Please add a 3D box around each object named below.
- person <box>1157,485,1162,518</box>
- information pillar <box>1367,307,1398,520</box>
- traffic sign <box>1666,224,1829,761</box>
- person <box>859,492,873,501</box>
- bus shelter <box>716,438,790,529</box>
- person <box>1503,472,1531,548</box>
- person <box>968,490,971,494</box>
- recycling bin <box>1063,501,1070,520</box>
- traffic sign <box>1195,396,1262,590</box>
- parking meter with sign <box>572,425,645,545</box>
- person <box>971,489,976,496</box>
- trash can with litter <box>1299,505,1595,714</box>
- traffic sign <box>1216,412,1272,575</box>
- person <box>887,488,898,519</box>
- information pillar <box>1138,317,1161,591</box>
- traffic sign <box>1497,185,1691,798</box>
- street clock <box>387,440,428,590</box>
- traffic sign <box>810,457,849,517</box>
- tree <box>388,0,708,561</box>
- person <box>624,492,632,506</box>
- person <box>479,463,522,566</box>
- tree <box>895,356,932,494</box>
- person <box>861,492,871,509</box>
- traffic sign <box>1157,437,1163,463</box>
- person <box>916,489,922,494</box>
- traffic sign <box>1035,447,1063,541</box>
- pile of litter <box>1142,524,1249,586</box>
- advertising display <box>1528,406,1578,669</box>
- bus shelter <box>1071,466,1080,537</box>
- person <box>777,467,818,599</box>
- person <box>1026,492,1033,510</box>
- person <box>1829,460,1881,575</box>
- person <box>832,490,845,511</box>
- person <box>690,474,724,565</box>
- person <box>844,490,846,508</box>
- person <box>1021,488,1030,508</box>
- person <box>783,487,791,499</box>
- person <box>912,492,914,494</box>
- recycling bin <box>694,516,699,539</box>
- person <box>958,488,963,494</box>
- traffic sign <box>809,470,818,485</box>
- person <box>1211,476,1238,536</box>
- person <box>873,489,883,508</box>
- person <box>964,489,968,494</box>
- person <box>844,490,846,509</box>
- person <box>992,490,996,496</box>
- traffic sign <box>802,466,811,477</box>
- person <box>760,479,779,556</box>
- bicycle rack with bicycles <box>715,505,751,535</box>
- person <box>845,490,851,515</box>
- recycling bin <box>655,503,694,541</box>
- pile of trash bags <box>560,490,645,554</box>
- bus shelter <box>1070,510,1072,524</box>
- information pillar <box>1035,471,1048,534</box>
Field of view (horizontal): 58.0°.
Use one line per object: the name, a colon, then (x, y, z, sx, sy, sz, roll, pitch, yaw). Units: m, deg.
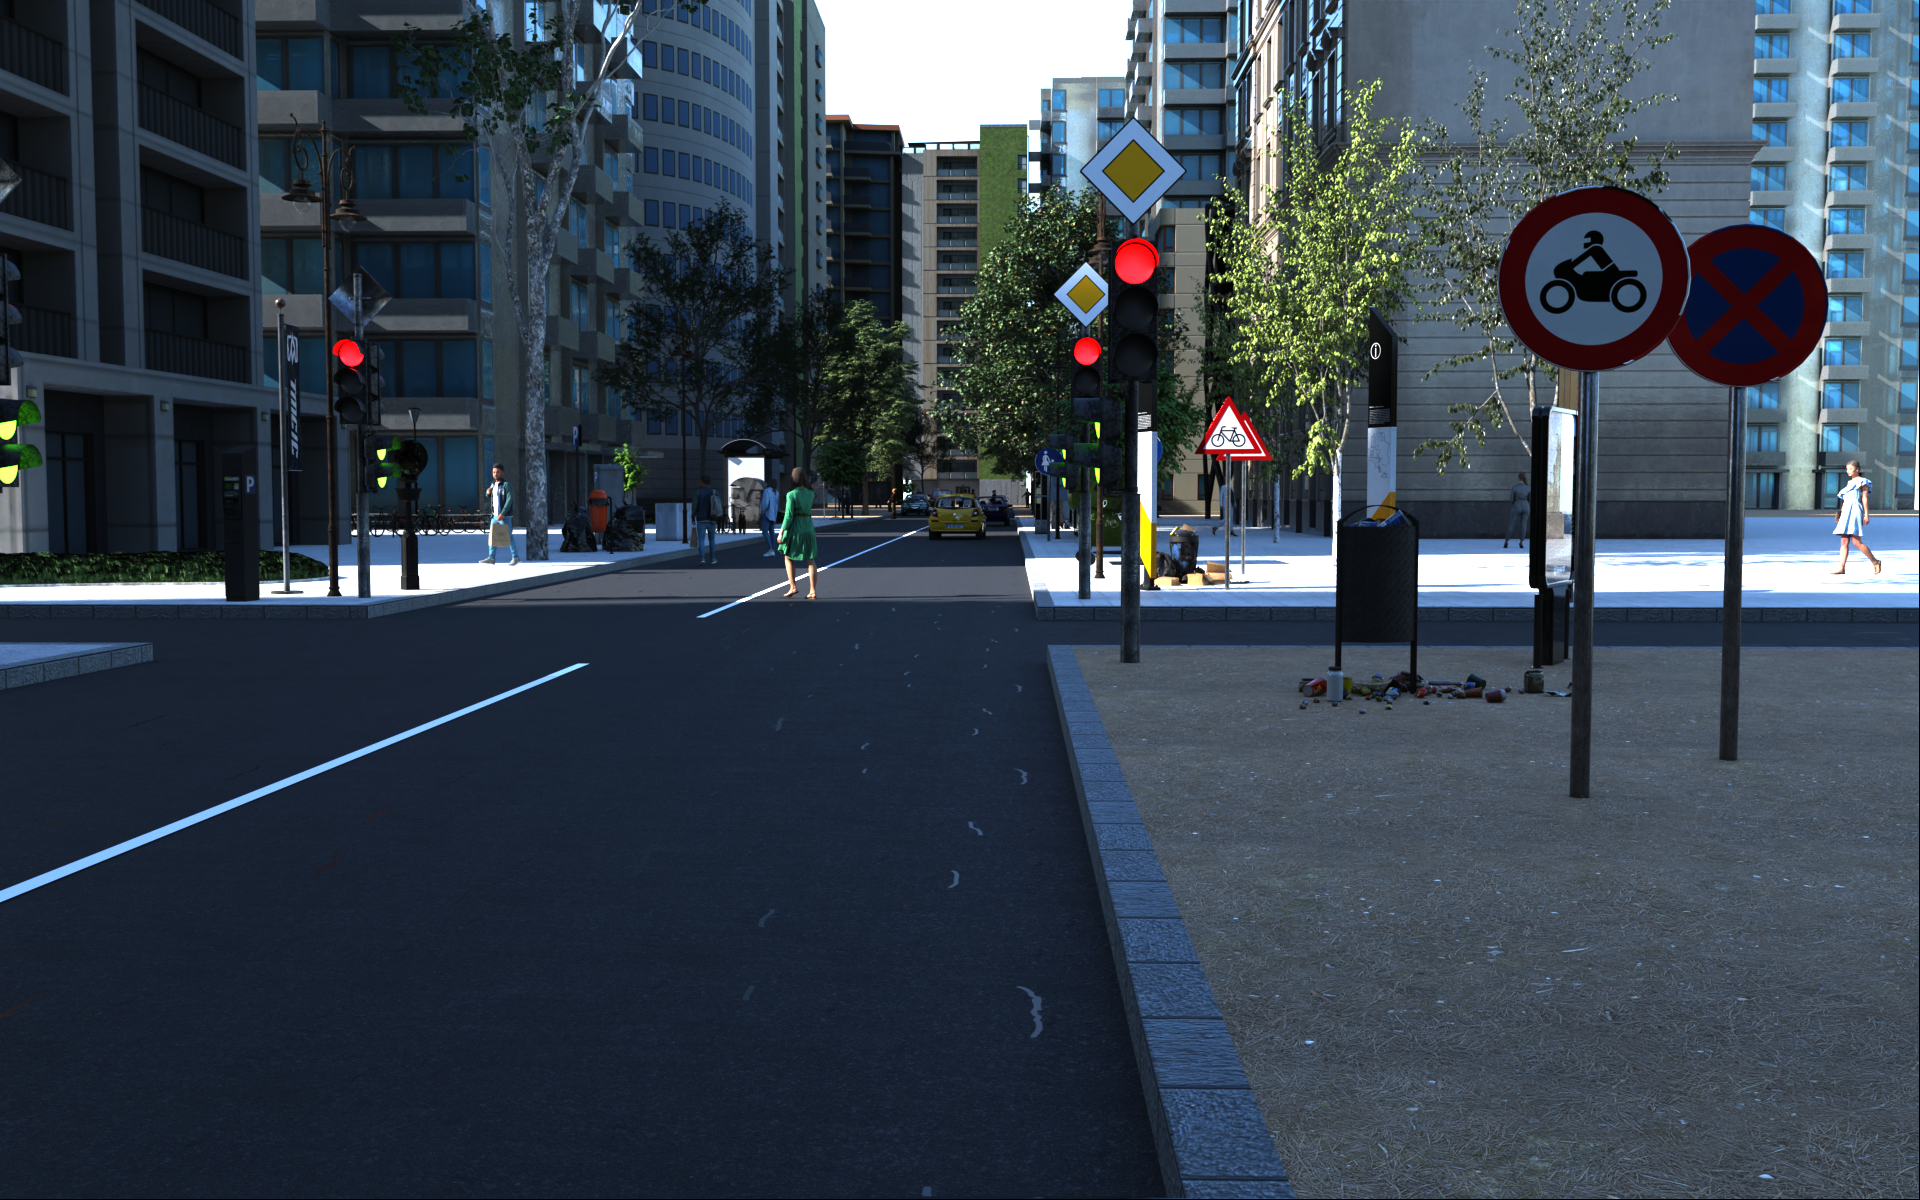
person: (10.410, -5.295, 92.587, 0.822, 1.834, 0.622, 0, 4, -8)
information pillar: (5.237, -1.846, 21.538, 0.183, 3.616, 0.504, -1, 4, -23)
traffic sign: (3.713, -0.501, 8.292, 0.768, 2.556, 0.104, 0, 4, 5)
person: (-6.190, -6.540, 113.663, 0.721, 1.739, 1.217, 3, 5, 42)
bus shelter: (-7.804, -4.402, 65.900, 2.014, 3.302, 5.546, 0, 4, 2)
person: (13.225, -2.125, 41.064, 0.520, 1.790, 0.573, -1, 4, -12)
person: (0.849, -9.688, 166.837, 1.348, 1.831, 0.705, -1, 4, -20)
recycling bin: (5.222, -4.464, 85.544, 0.722, 1.027, 0.722, 0, 4, 1)
traffic sign: (3.577, -1.414, 23.123, 0.884, 2.594, 0.081, 1, 4, 9)
parking meter with sign: (-8.920, -2.925, 44.088, 1.738, 3.016, 0.543, -2, 4, -29)
person: (1.068, -7.823, 136.341, 0.705, 1.831, 1.348, 2, 4, 34)
trash can with litter: (3.060, 0.004, 10.991, 2.233, 1.210, 1.678, 0, 4, -7)
traffic sign: (4.505, -1.682, 27.505, 0.884, 2.594, 0.081, 0, 4, 4)
person: (-3.856, -5.526, 99.365, 0.721, 1.766, 1.217, 1, 4, 22)
information pillar: (2.503, -1.944, 23.141, 0.183, 3.616, 0.504, -1, 4, -19)
traffic sign: (2.625, -0.438, 7.261, 0.768, 2.556, 0.104, 1, 4, 9)
street clock: (-7.385, -1.140, 23.203, 0.471, 2.002, 0.358, -3, 5, -41)
traffic sign: (-7.215, -6.252, 96.090, 2.265, 3.308, 0.079, 0, 4, 4)
tree: (-6.961, -10.882, 33.803, 12.611, 20.169, 13.585, 0, 3, 0)
person: (-13.606, -3.943, 71.260, 0.760, 1.731, 0.466, -1, 4, -22)
person: (-8.136, -1.510, 30.723, 0.713, 1.824, 0.794, -2, 4, -33)
tree: (-6.538, -8.625, 75.433, 7.601, 10.594, 8.767, 1, 4, 22)
person: (-8.155, -8.848, 150.837, 0.705, 1.807, 1.348, -3, 5, -42)
traffic sign: (3.705, -2.136, 35.028, 0.768, 2.556, 0.104, 0, 4, 5)
person: (-3.852, -9.603, 163.506, 0.683, 1.767, 0.568, 1, 4, 15)
traffic sign: (2.422, -2.878, 47.160, 0.768, 2.556, 0.104, 0, 4, 3)
pile of litter: (3.362, -0.657, 24.699, 1.719, 0.858, 1.176, -1, 4, -10)
advertising display: (4.478, -0.480, 13.061, 0.123, 1.923, 0.974, 2, 4, 32)
bus shelter: (4.302, -4.570, 52.357, 2.179, 5.291, 8.768, 0, 4, 2)
person: (-2.183, -0.911, 23.649, 0.529, 1.795, 0.600, 3, 4, 38)
person: (5.720, -7.933, 135.883, 0.705, 1.807, 1.348, -3, 4, -39)
person: (14.134, -1.299, 27.372, 0.778, 1.811, 0.616, 0, 4, 1)
person: (-8.981, -7.601, 130.408, 1.350, 1.814, 0.705, 0, 4, -3)
person: (-5.160, -1.615, 34.883, 0.794, 1.824, 0.713, 0, 4, -3)
person: (-10.918, -9.538, 162.903, 0.530, 1.710, 0.541, 2, 4, 27)
person: (6.208, -9.390, 159.664, 1.348, 1.812, 0.705, -3, 5, -39)
person: (-10.861, -6.356, 110.493, 0.721, 1.766, 1.217, 3, 4, 37)
person: (-4.164, -8.744, 152.261, 1.065, 1.426, 0.557, 0, 4, -5)
recycling bin: (-7.868, -2.233, 49.065, 0.722, 1.027, 0.722, 2, 4, 35)
person: (0.079, -6.641, 117.060, 1.348, 1.826, 0.705, -3, 4, -36)
traffic sign: (-7.918, -5.603, 91.710, 0.768, 2.556, 0.104, 1, 4, 11)
person: (8.062, -2.856, 52.624, 0.818, 1.842, 0.514, 2, 4, 27)
person: (-7.321, -9.049, 154.553, 0.990, 1.755, 0.434, -1, 4, -11)
person: (0.443, -8.203, 142.625, 1.348, 1.823, 0.705, -3, 4, -36)
person: (-10.093, -8.899, 152.485, 0.436, 1.711, 0.756, 3, 5, 43)
person: (2.292, -6.665, 118.278, 0.445, 1.727, 0.742, 0, 4, 2)
traffic sign: (-7.411, -5.018, 81.774, 0.795, 2.593, 0.064, 1, 4, 11)
person: (-4.385, -1.911, 40.002, 0.793, 1.790, 0.793, 0, 4, -6)
bicycle rack with bicycles: (-8.039, -2.594, 55.789, 2.852, 0.926, 2.925, 0, 4, -8)
person: (-6.908, -6.198, 107.468, 0.705, 1.814, 1.350, -1, 4, -20)
recycling bin: (-7.894, -2.145, 47.628, 0.722, 1.027, 0.722, 1, 4, 22)
pile of trash bags: (-7.979, -1.758, 38.493, 1.912, 1.369, 3.447, -1, 4, -11)
bus shelter: (5.179, -4.954, 72.285, 1.731, 3.624, 6.357, 0, 4, 2)
information pillar: (2.610, -3.125, 55.585, 0.304, 2.012, 0.304, -3, 5, -41)
